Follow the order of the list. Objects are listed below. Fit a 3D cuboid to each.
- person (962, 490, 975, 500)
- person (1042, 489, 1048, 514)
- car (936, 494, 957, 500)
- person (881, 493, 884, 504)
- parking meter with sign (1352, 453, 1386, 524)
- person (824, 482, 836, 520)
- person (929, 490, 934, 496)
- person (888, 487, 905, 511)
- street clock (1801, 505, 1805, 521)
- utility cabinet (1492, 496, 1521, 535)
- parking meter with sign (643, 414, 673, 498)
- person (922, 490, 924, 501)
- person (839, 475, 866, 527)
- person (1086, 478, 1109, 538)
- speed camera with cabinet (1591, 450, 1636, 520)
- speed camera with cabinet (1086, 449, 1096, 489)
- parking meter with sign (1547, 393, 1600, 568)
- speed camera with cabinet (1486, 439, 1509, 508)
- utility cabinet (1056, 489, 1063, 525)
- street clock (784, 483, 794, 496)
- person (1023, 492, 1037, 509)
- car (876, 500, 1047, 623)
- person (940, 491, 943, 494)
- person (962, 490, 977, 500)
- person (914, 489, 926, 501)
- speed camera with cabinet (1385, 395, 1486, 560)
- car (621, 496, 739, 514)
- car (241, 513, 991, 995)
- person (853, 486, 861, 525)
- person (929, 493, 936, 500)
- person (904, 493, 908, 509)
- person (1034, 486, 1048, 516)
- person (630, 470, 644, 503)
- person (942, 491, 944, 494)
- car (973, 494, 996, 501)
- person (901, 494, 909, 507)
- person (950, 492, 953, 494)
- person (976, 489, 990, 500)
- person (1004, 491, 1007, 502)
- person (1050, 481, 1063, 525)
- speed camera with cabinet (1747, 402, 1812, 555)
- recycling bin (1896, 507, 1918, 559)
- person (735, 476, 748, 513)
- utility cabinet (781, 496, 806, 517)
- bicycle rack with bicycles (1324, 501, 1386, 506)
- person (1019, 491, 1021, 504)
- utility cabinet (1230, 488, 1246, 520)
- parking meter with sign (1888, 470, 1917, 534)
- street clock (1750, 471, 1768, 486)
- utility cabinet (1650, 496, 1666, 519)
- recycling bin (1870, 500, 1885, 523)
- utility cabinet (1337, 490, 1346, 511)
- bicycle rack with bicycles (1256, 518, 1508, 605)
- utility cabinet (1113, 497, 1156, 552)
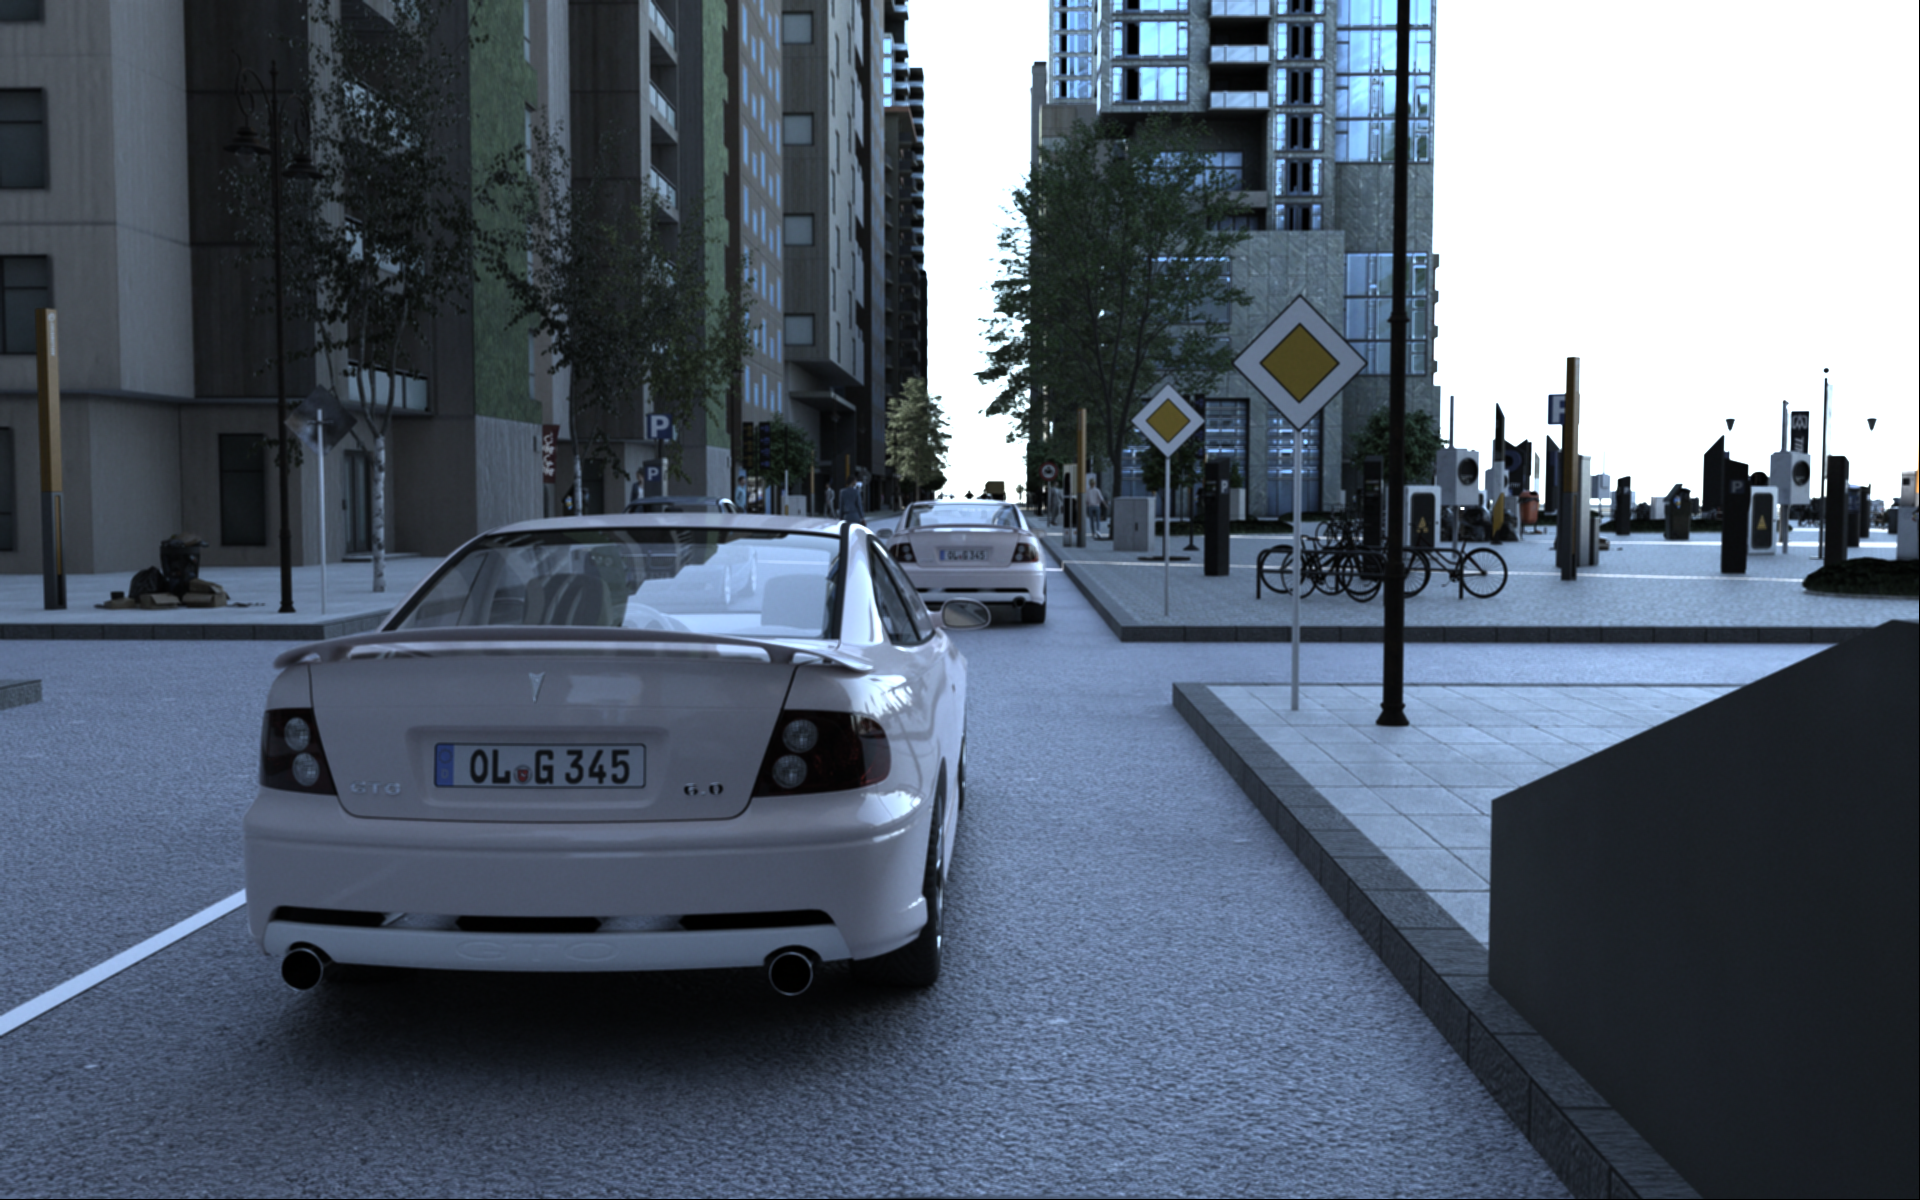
[{"bbox_3d":[0.807,-9.849,169.156,1.348,1.869,0.705,-1,4,-9],"label":"person"},{"bbox_3d":[5.516,-6.479,112.792,0.721,1.723,1.217,-3,4,-38],"label":"person"},{"bbox_3d":[-0.961,-6.844,121.684,2.009,1.686,4.222,0,4,1],"label":"car"},{"bbox_3d":[-7.866,-10.303,177.726,0.599,1.433,0.991,-1,4,-9],"label":"person"},{"bbox_3d":[16.896,-4.551,70.678,1.738,3.016,0.543,-1,4,-19],"label":"parking meter with sign"},{"bbox_3d":[-5.740,-4.264,76.036,0.678,1.792,0.850,3,5,42],"label":"person"},{"bbox_3d":[-3.305,-11.758,198.736,0.568,1.767,0.683,-1,4,-21],"label":"person"},{"bbox_3d":[-4.792,-7.605,130.392,1.348,1.823,0.705,1,4,12],"label":"person"},{"bbox_3d":[39.614,-4.696,81.348,0.471,2.002,0.358,2,4,27],"label":"street clock"},{"bbox_3d":[17.040,-2.617,53.957,0.306,1.237,1.020,-2,4,-28],"label":"utility cabinet"},{"bbox_3d":[-6.503,-2.483,36.859,0.543,3.016,1.738,0,4,-1],"label":"parking meter with sign"},{"bbox_3d":[-4.319,-11.562,195.811,0.721,1.736,1.217,-2,4,-24],"label":"person"},{"bbox_3d":[-2.278,-1.672,35.861,0.581,1.822,0.654,2,4,29],"label":"person"},{"bbox_3d":[4.006,-2.695,50.782,0.731,1.740,0.598,0,4,-2],"label":"person"},{"bbox_3d":[29.586,-5.140,78.381,2.038,3.252,0.660,-1,4,-17],"label":"speed camera with cabinet"},{"bbox_3d":[5.417,-5.079,77.381,0.660,3.252,2.038,-1,4,-20],"label":"speed camera with cabinet"},{"bbox_3d":[10.916,-2.106,30.693,0.543,3.016,1.738,2,4,35],"label":"parking meter with sign"},{"bbox_3d":[18.625,-4.122,61.723,2.038,3.252,0.660,-2,4,-29],"label":"speed camera with cabinet"},{"bbox_3d":[4.619,-3.878,72.086,1.173,1.500,0.318,-1,4,-12],"label":"utility cabinet"},{"bbox_3d":[-8.857,-5.221,89.936,0.471,2.002,0.358,1,4,13],"label":"street clock"},{"bbox_3d":[6.154,-8.944,152.355,1.350,1.814,0.705,0,4,4],"label":"person"},{"bbox_3d":[0.022,-0.505,20.626,2.083,1.381,4.827,0,4,0],"label":"car"},{"bbox_3d":[-2.526,-13.757,231.912,0.436,1.711,0.756,-3,5,-41],"label":"person"},{"bbox_3d":[0.849,-8.365,145.400,1.348,1.807,0.705,1,4,13],"label":"person"},{"bbox_3d":[-4.209,-10.925,184.684,1.348,1.821,0.705,0,4,1],"label":"person"},{"bbox_3d":[9.324,-2.433,34.112,2.038,3.252,0.660,-2,4,-31],"label":"speed camera with cabinet"},{"bbox_3d":[-3.732,-0.668,22.918,2.014,1.417,4.499,0,3,0],"label":"car"},{"bbox_3d":[-0.934,0.362,6.442,2.083,1.381,4.827,0,4,2],"label":"car"},{"bbox_3d":[-4.001,-3.427,64.620,0.778,1.811,0.616,-1,4,-15],"label":"person"},{"bbox_3d":[-3.075,-11.024,189.544,1.065,1.426,0.557,3,5,43],"label":"person"},{"bbox_3d":[-4.532,-8.280,144.676,0.557,1.426,1.065,-1,4,-18],"label":"person"},{"bbox_3d":[4.700,-5.842,101.583,0.705,1.821,1.348,3,4,37],"label":"person"},{"bbox_3d":[-7.262,-2.047,39.528,0.581,1.822,0.654,0,4,1],"label":"person"},{"bbox_3d":[-2.422,-13.869,233.527,1.217,1.735,0.721,0,4,2],"label":"person"},{"bbox_3d":[2.150,-8.527,151.415,2.014,1.417,4.499,0,4,1],"label":"car"},{"bbox_3d":[-5.380,-10.046,170.324,0.705,1.821,1.348,-2,4,-35],"label":"person"},{"bbox_3d":[-0.741,-9.781,169.891,0.593,1.643,0.415,0,4,3],"label":"person"},{"bbox_3d":[1.380,-5.792,103.720,1.217,1.766,0.721,3,5,40],"label":"person"},{"bbox_3d":[5.211,-11.307,194.201,0.721,1.723,1.217,0,4,1],"label":"person"},{"bbox_3d":[3.920,-3.954,70.809,0.853,1.813,0.709,3,5,44],"label":"person"},{"bbox_3d":[17.265,-2.606,36.946,2.038,3.252,0.660,-2,4,-28],"label":"speed camera with cabinet"},{"bbox_3d":[18.869,-1.316,34.066,0.722,1.027,0.722,2,4,33],"label":"recycling bin"},{"bbox_3d":[-6.662,-2.816,52.107,0.620,1.820,0.660,1,4,8],"label":"person"},{"bbox_3d":[-6.831,-3.673,71.217,1.020,1.237,0.306,-2,4,-29],"label":"utility cabinet"},{"bbox_3d":[15.462,-3.324,67.736,2.852,0.926,2.925,2,4,23],"label":"bicycle rack with bicycles"},{"bbox_3d":[7.619,-13.016,219.791,0.436,1.711,0.756,-1,4,-16],"label":"person"},{"bbox_3d":[10.226,-3.430,64.756,0.318,1.500,1.173,-2,4,-25],"label":"utility cabinet"},{"bbox_3d":[30.501,-3.617,55.398,0.543,3.016,1.738,-1,4,-14],"label":"parking meter with sign"},{"bbox_3d":[25.096,-3.051,54.462,0.471,2.002,0.358,1,4,9],"label":"street clock"},{"bbox_3d":[26.372,-3.289,64.932,1.020,1.237,0.306,-1,4,-20],"label":"utility cabinet"},{"bbox_3d":[41.270,-4.016,78.210,0.722,1.027,0.722,1,4,15],"label":"recycling bin"},{"bbox_3d":[20.256,-5.097,92.008,0.318,1.500,1.173,0,4,4],"label":"utility cabinet"},{"bbox_3d":[4.877,-0.490,21.393,2.852,0.926,2.925,-3,5,-44],"label":"bicycle rack with bicycles"},{"bbox_3d":[3.916,-1.703,39.000,0.306,1.237,1.020,-3,5,-43],"label":"utility cabinet"}]
